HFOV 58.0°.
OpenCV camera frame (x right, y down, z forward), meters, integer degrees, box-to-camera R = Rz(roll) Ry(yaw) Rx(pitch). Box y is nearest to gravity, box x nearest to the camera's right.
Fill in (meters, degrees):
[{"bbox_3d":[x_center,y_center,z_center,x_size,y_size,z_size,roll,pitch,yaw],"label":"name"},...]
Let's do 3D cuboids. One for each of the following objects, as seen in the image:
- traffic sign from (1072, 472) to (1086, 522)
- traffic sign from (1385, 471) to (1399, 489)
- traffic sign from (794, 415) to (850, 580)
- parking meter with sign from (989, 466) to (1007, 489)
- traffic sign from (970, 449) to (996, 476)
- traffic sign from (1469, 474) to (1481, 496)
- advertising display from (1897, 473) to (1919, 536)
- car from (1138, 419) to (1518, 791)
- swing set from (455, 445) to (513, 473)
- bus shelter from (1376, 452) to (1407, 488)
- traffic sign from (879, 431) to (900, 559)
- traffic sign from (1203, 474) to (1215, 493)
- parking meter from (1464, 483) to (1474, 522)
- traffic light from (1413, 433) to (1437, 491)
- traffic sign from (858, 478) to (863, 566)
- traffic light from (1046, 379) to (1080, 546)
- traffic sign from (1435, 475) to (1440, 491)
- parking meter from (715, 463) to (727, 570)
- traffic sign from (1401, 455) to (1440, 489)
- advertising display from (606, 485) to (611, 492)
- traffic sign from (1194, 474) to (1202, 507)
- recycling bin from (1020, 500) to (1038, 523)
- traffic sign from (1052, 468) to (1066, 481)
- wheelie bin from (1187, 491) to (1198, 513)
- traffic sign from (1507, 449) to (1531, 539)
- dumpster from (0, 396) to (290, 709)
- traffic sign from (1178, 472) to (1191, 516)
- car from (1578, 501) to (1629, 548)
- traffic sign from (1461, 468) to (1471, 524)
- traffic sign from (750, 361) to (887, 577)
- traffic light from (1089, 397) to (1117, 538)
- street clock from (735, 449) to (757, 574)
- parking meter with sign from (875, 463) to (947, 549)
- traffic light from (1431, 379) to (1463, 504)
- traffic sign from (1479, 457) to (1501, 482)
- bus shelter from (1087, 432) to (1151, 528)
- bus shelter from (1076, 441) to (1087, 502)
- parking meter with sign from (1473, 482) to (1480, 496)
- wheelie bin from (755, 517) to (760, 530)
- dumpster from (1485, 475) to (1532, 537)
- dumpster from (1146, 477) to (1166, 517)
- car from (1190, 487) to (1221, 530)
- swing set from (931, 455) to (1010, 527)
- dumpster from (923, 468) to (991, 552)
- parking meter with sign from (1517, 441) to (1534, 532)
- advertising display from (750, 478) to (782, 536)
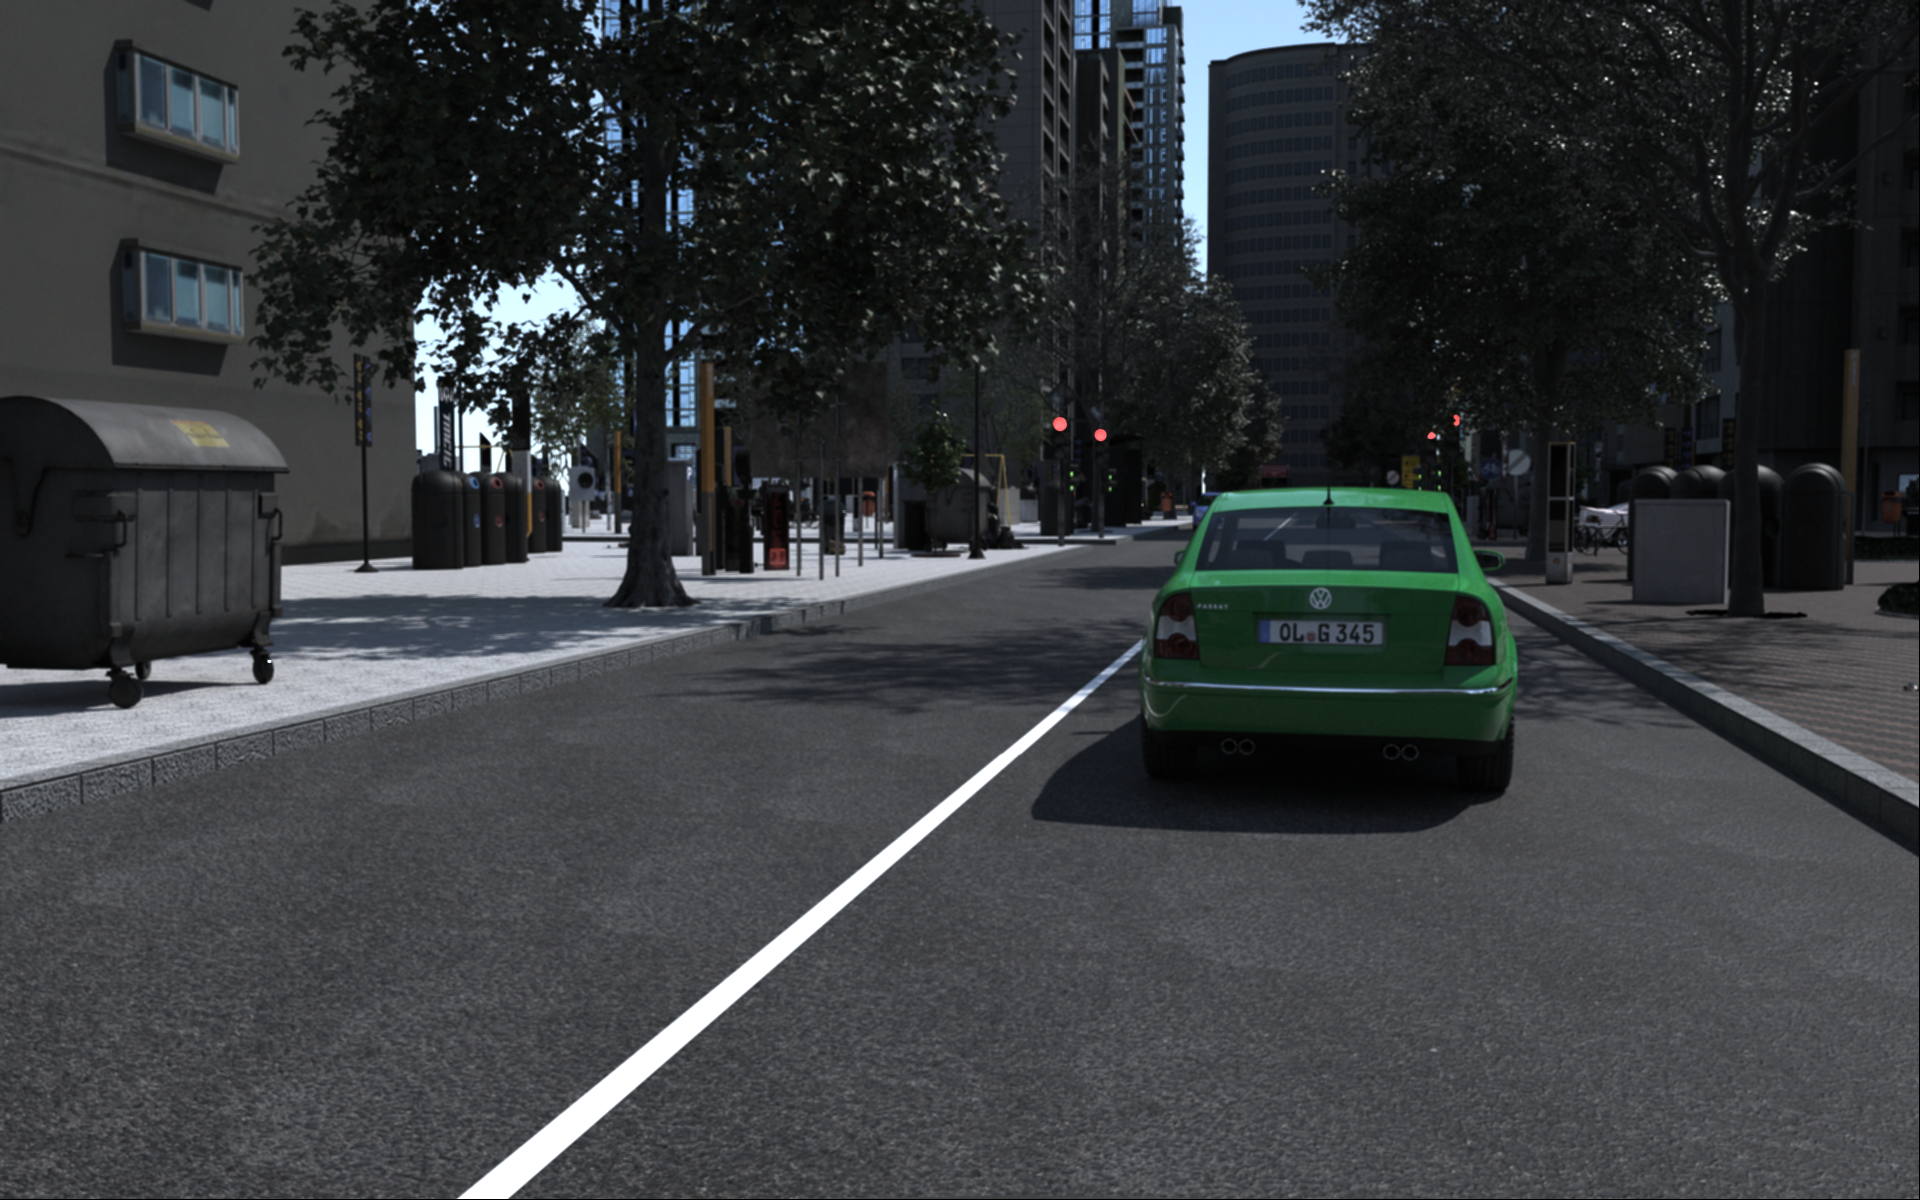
[{"bbox_3d":[4.708,-4.313,70.528,0.884,2.594,0.081,1,4,21],"label":"traffic sign"},{"bbox_3d":[23.356,-5.721,93.641,0.768,2.556,0.104,1,4,19],"label":"traffic sign"},{"bbox_3d":[-2.068,-1.577,25.789,0.884,2.594,0.081,1,4,18],"label":"traffic sign"},{"bbox_3d":[2.077,-6.906,109.170,1.738,3.016,0.543,-1,4,-15],"label":"parking meter with sign"},{"bbox_3d":[0.606,-3.073,50.242,0.884,2.594,0.081,1,4,13],"label":"traffic sign"},{"bbox_3d":[22.630,-4.700,76.849,0.884,2.594,0.081,1,4,13],"label":"traffic sign"},{"bbox_3d":[29.143,-2.916,52.891,0.123,1.923,0.974,-3,5,-39],"label":"advertising display"},{"bbox_3d":[2.126,-0.066,9.869,1.959,1.807,4.718,1,4,14],"label":"car"},{"bbox_3d":[-15.894,-3.588,56.289,3.119,2.851,2.862,2,4,26],"label":"swing set"},{"bbox_3d":[24.792,-6.601,99.204,1.731,3.624,6.357,1,4,12],"label":"bus shelter"},{"bbox_3d":[-1.569,-2.095,34.354,0.768,2.556,0.104,1,4,20],"label":"traffic sign"},{"bbox_3d":[15.994,-6.801,111.302,0.768,2.556,0.104,1,4,14],"label":"traffic sign"},{"bbox_3d":[23.681,-4.579,80.572,0.399,1.863,0.255,0,4,-7],"label":"parking meter"},{"bbox_3d":[13.101,-3.637,48.381,0.839,4.253,0.868,1,4,12],"label":"traffic light"},{"bbox_3d":[-1.766,-1.869,30.670,0.768,2.556,0.104,1,4,17],"label":"traffic sign"},{"bbox_3d":[2.505,-3.271,42.399,0.839,4.253,0.868,1,4,12],"label":"traffic light"},{"bbox_3d":[22.341,-4.851,81.442,0.606,2.300,0.079,1,4,14],"label":"traffic sign"},{"bbox_3d":[-4.162,-1.447,29.365,0.399,1.863,0.255,0,4,4],"label":"parking meter"},{"bbox_3d":[24.183,-5.902,90.373,2.265,3.308,0.079,1,4,19],"label":"traffic sign"},{"bbox_3d":[-24.036,-6.919,118.338,0.123,1.923,0.974,-2,4,-24],"label":"advertising display"},{"bbox_3d":[15.262,-6.857,112.221,0.768,2.556,0.104,1,4,14],"label":"traffic sign"},{"bbox_3d":[3.070,-3.968,77.424,0.722,1.027,0.722,0,4,-8],"label":"recycling bin"},{"bbox_3d":[4.177,-4.307,70.421,0.884,2.594,0.081,1,4,18],"label":"traffic sign"},{"bbox_3d":[16.078,-6.846,119.841,0.693,1.594,0.980,0,4,-5],"label":"wheelie bin"},{"bbox_3d":[15.725,-2.990,48.987,0.768,2.556,0.104,1,4,18],"label":"traffic sign"},{"bbox_3d":[-5.355,-0.326,11.095,1.264,1.857,1.865,1,4,12],"label":"dumpster"},{"bbox_3d":[12.897,-6.079,99.492,0.768,2.556,0.104,1,4,21],"label":"traffic sign"},{"bbox_3d":[18.240,-1.936,44.010,4.827,1.381,2.083,1,4,12],"label":"car"},{"bbox_3d":[17.157,-3.545,59.145,0.795,2.450,0.064,1,4,17],"label":"traffic sign"},{"bbox_3d":[-2.213,-2.020,26.903,2.265,3.308,0.079,1,4,16],"label":"traffic sign"},{"bbox_3d":[4.126,-3.749,50.218,0.839,4.253,0.868,1,4,12],"label":"traffic light"},{"bbox_3d":[-3.453,-1.432,27.988,0.358,2.002,0.471,1,4,11],"label":"street clock"},{"bbox_3d":[-1.172,-2.707,40.526,1.738,3.016,0.543,-1,4,-20],"label":"parking meter with sign"},{"bbox_3d":[11.479,-3.158,40.561,0.839,4.253,0.868,1,4,12],"label":"traffic light"},{"bbox_3d":[18.429,-3.675,60.195,0.768,2.556,0.104,1,4,21],"label":"traffic sign"},{"bbox_3d":[6.467,-4.765,69.186,1.731,3.624,6.357,1,4,12],"label":"bus shelter"},{"bbox_3d":[6.318,-5.165,75.735,1.731,3.624,6.357,1,4,12],"label":"bus shelter"},{"bbox_3d":[28.830,-6.154,96.886,1.738,3.016,0.543,-1,4,-20],"label":"parking meter with sign"},{"bbox_3d":[-6.874,-3.264,61.279,0.980,1.594,0.693,1,4,14],"label":"wheelie bin"},{"bbox_3d":[16.601,-2.852,52.393,1.264,1.857,1.865,1,4,12],"label":"dumpster"},{"bbox_3d":[11.202,-5.794,97.223,1.502,2.255,1.985,1,4,12],"label":"dumpster"},{"bbox_3d":[10.210,-3.649,69.250,1.945,1.707,3.694,1,4,10],"label":"car"},{"bbox_3d":[0.188,-4.345,68.665,3.119,2.851,2.862,-1,4,-10],"label":"swing set"},{"bbox_3d":[-0.076,-2.008,38.590,1.264,1.857,1.865,1,4,12],"label":"dumpster"},{"bbox_3d":[18.791,-3.710,56.917,0.543,3.016,1.738,0,4,-2],"label":"parking meter with sign"},{"bbox_3d":[-5.981,-2.951,53.465,0.974,1.923,0.123,-1,4,-17],"label":"advertising display"}]
